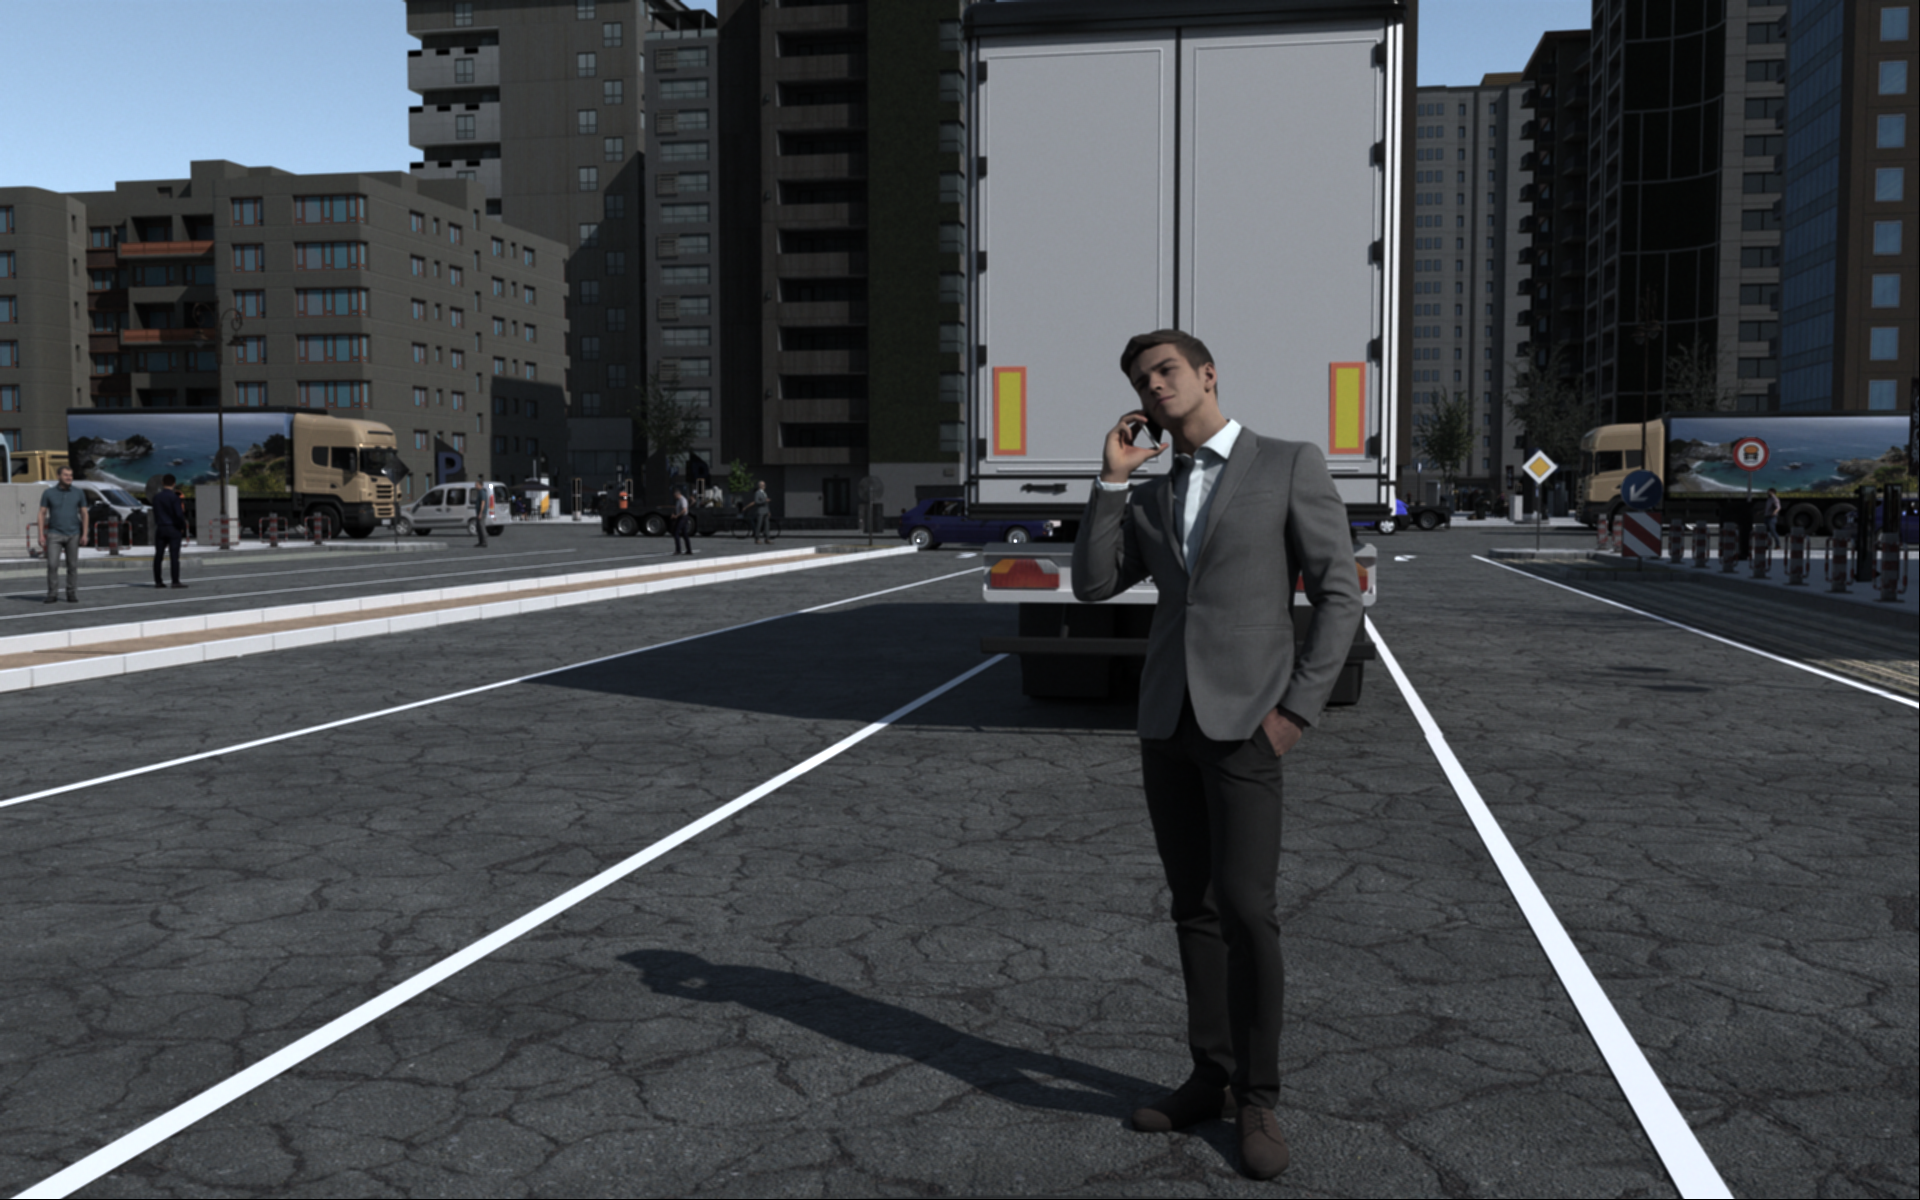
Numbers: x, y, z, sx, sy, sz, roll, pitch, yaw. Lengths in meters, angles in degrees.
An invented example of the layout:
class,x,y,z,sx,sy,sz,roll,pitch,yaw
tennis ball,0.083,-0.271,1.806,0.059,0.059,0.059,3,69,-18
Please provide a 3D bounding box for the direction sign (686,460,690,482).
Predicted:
class,x,y,z,sx,sy,sz,roll,pitch,yaw
direction sign,-17.982,-7.602,116.294,0.876,3.537,0.379,1,4,12

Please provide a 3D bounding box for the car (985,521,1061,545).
class,x,y,z,sx,sy,sz,roll,pitch,yaw
car,1.871,-2.231,48.834,2.083,1.381,4.827,1,4,11

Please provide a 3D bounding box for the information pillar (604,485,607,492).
class,x,y,z,sx,sy,sz,roll,pitch,yaw
information pillar,-27.976,-8.097,136.870,0.304,2.012,0.304,-1,4,-17

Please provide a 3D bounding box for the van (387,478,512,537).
class,x,y,z,sx,sy,sz,roll,pitch,yaw
van,-17.482,-3.189,59.157,4.112,2.044,2.013,1,4,9

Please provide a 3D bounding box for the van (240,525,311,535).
class,x,y,z,sx,sy,sz,roll,pitch,yaw
van,-24.008,-3.318,61.254,4.112,2.044,2.013,1,4,11

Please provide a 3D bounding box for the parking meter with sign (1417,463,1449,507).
class,x,y,z,sx,sy,sz,roll,pitch,yaw
parking meter with sign,26.441,-6.150,96.808,1.738,3.016,0.543,2,4,33

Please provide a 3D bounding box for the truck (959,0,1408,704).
class,x,y,z,sx,sy,sz,roll,pitch,yaw
truck,2.204,-1.609,15.228,2.839,4.237,11.283,1,4,10

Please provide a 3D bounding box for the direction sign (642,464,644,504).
class,x,y,z,sx,sy,sz,roll,pitch,yaw
direction sign,-23.820,-8.448,130.129,0.379,3.537,0.876,0,4,-1

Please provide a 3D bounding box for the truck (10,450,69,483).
class,x,y,z,sx,sy,sz,roll,pitch,yaw
truck,-38.956,-4.993,77.564,9.791,3.379,3.469,1,4,12

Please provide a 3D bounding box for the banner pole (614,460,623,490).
class,x,y,z,sx,sy,sz,roll,pitch,yaw
banner pole,-25.028,-8.356,126.641,0.863,3.779,0.401,1,4,11

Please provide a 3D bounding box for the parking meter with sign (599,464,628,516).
class,x,y,z,sx,sy,sz,roll,pitch,yaw
parking meter with sign,-20.482,-6.484,102.280,1.738,3.016,0.543,1,4,15

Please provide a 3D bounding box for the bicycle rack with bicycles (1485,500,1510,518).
class,x,y,z,sx,sy,sz,roll,pitch,yaw
bicycle rack with bicycles,30.564,-5.080,96.437,2.925,0.926,2.852,0,4,-2

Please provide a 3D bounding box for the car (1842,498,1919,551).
class,x,y,z,sx,sy,sz,roll,pitch,yaw
car,24.749,-1.929,44.121,3.894,1.354,1.945,1,4,10

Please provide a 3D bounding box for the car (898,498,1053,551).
class,x,y,z,sx,sy,sz,roll,pitch,yaw
car,0.417,-1.953,44.507,3.894,1.354,1.945,1,4,10

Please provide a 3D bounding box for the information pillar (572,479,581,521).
class,x,y,z,sx,sy,sz,roll,pitch,yaw
information pillar,-18.219,-4.758,82.279,0.304,2.012,0.304,2,4,31

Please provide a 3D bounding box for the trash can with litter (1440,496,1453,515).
class,x,y,z,sx,sy,sz,roll,pitch,yaw
trash can with litter,30.003,-5.853,107.078,0.624,1.170,1.055,-3,4,-36

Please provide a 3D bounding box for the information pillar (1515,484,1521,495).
class,x,y,z,sx,sy,sz,roll,pitch,yaw
information pillar,41.061,-7.518,127.409,0.304,2.012,0.304,-1,4,-13

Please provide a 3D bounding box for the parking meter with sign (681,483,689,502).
class,x,y,z,sx,sy,sz,roll,pitch,yaw
parking meter with sign,-19.604,-7.675,121.747,1.738,3.016,0.543,2,4,27

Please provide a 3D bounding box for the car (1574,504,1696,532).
class,x,y,z,sx,sy,sz,roll,pitch,yaw
car,26.686,-3.586,67.296,5.304,1.827,2.281,1,4,10

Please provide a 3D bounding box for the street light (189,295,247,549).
class,x,y,z,sx,sy,sz,roll,pitch,yaw
street light,-17.284,-4.141,40.485,0.468,5.910,1.993,1,4,11

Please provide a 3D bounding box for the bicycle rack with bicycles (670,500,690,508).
class,x,y,z,sx,sy,sz,roll,pitch,yaw
bicycle rack with bicycles,-18.795,-5.692,106.441,2.925,0.926,2.852,-3,5,-42

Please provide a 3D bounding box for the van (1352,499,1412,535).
class,x,y,z,sx,sy,sz,roll,pitch,yaw
van,13.285,-3.480,61.282,5.245,2.365,2.240,1,4,11

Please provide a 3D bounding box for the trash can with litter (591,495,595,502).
class,x,y,z,sx,sy,sz,roll,pitch,yaw
trash can with litter,-30.149,-8.080,143.502,0.624,1.170,1.055,-3,4,-39

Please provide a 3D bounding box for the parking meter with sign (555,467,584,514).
class,x,y,z,sx,sy,sz,roll,pitch,yaw
parking meter with sign,-25.100,-7.045,111.444,1.738,3.016,0.543,-2,4,-30

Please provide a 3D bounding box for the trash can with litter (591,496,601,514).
class,x,y,z,sx,sy,sz,roll,pitch,yaw
trash can with litter,-23.332,-6.253,113.294,2.233,1.210,1.678,-1,4,-18

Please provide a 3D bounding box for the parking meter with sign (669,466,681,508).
class,x,y,z,sx,sy,sz,roll,pitch,yaw
parking meter with sign,-18.281,-6.926,109.509,0.543,3.016,1.738,-2,4,-24

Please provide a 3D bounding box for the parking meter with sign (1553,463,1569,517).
class,x,y,z,sx,sy,sz,roll,pitch,yaw
parking meter with sign,33.855,-6.204,97.700,0.543,3.016,1.738,3,5,40

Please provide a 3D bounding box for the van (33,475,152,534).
class,x,y,z,sx,sy,sz,roll,pitch,yaw
van,-25.570,-2.722,51.524,4.112,2.044,2.013,1,4,10

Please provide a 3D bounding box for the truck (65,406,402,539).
class,x,y,z,sx,sy,sz,roll,pitch,yaw
truck,-23.323,-4.136,56.535,11.283,4.237,2.839,1,4,11

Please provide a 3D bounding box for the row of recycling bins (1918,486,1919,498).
class,x,y,z,sx,sy,sz,roll,pitch,yaw
row of recycling bins,40.778,-3.988,72.318,3.534,1.692,1.069,-1,4,-18

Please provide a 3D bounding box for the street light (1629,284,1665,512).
class,x,y,z,sx,sy,sz,roll,pitch,yaw
street light,15.128,-4.006,38.282,0.468,5.910,1.993,1,4,11

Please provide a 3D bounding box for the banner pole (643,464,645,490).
class,x,y,z,sx,sy,sz,roll,pitch,yaw
banner pole,-22.757,-8.278,125.354,0.401,3.779,0.863,1,4,17

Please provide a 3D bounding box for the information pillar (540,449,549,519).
class,x,y,z,sx,sy,sz,roll,pitch,yaw
information pillar,-21.552,-6.018,89.754,0.183,3.616,0.504,3,5,43

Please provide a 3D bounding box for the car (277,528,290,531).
class,x,y,z,sx,sy,sz,roll,pitch,yaw
car,-27.889,-3.553,67.135,4.494,1.783,2.155,1,4,10

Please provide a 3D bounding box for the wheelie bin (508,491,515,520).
class,x,y,z,sx,sy,sz,roll,pitch,yaw
wheelie bin,-22.213,-4.687,84.542,0.980,1.594,0.693,-1,4,-17

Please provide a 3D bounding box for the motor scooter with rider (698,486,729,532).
class,x,y,z,sx,sy,sz,roll,pitch,yaw
motor scooter with rider,-9.475,-3.461,65.558,1.986,1.779,0.876,1,4,12

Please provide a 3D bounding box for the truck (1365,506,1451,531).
class,x,y,z,sx,sy,sz,roll,pitch,yaw
truck,9.967,-4.892,69.742,18.799,4.110,2.967,1,4,11

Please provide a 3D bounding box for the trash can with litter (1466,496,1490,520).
class,x,y,z,sx,sy,sz,roll,pitch,yaw
trash can with litter,25.546,-4.530,85.446,1.055,1.170,0.624,-2,4,-27

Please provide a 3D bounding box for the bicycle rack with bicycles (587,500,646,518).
class,x,y,z,sx,sy,sz,roll,pitch,yaw
bicycle rack with bicycles,-18.592,-4.956,94.420,2.925,0.926,2.852,3,5,44

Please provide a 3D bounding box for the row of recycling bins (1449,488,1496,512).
class,x,y,z,sx,sy,sz,roll,pitch,yaw
row of recycling bins,37.483,-7.315,126.713,3.534,1.692,1.069,3,5,41

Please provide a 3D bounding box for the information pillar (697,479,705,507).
class,x,y,z,sx,sy,sz,roll,pitch,yaw
information pillar,-12.701,-4.918,84.902,0.304,2.012,0.304,0,4,6

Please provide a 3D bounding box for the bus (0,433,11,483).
class,x,y,z,sx,sy,sz,roll,pitch,yaw
bus,-35.068,-3.486,51.858,13.247,3.499,2.948,1,4,12

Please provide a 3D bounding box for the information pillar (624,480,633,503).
class,x,y,z,sx,sy,sz,roll,pitch,yaw
information pillar,-16.895,-5.122,88.236,0.304,2.012,0.304,-2,4,-29

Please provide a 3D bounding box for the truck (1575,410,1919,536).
class,x,y,z,sx,sy,sz,roll,pitch,yaw
truck,26.557,-4.328,59.680,11.283,4.237,2.839,1,4,11

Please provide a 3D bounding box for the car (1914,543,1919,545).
class,x,y,z,sx,sy,sz,roll,pitch,yaw
car,28.361,-2.430,49.324,3.694,1.707,1.945,1,4,12

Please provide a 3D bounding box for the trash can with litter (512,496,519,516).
class,x,y,z,sx,sy,sz,roll,pitch,yaw
trash can with litter,-26.388,-5.572,102.485,0.624,1.170,1.055,0,4,-6

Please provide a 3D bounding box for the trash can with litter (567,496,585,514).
class,x,y,z,sx,sy,sz,roll,pitch,yaw
trash can with litter,-24.364,-6.018,109.778,1.055,1.170,0.624,-2,4,-32

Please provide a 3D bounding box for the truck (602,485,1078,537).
class,x,y,z,sx,sy,sz,roll,pitch,yaw
truck,-2.578,-4.114,57.031,18.799,4.110,2.967,1,4,12
